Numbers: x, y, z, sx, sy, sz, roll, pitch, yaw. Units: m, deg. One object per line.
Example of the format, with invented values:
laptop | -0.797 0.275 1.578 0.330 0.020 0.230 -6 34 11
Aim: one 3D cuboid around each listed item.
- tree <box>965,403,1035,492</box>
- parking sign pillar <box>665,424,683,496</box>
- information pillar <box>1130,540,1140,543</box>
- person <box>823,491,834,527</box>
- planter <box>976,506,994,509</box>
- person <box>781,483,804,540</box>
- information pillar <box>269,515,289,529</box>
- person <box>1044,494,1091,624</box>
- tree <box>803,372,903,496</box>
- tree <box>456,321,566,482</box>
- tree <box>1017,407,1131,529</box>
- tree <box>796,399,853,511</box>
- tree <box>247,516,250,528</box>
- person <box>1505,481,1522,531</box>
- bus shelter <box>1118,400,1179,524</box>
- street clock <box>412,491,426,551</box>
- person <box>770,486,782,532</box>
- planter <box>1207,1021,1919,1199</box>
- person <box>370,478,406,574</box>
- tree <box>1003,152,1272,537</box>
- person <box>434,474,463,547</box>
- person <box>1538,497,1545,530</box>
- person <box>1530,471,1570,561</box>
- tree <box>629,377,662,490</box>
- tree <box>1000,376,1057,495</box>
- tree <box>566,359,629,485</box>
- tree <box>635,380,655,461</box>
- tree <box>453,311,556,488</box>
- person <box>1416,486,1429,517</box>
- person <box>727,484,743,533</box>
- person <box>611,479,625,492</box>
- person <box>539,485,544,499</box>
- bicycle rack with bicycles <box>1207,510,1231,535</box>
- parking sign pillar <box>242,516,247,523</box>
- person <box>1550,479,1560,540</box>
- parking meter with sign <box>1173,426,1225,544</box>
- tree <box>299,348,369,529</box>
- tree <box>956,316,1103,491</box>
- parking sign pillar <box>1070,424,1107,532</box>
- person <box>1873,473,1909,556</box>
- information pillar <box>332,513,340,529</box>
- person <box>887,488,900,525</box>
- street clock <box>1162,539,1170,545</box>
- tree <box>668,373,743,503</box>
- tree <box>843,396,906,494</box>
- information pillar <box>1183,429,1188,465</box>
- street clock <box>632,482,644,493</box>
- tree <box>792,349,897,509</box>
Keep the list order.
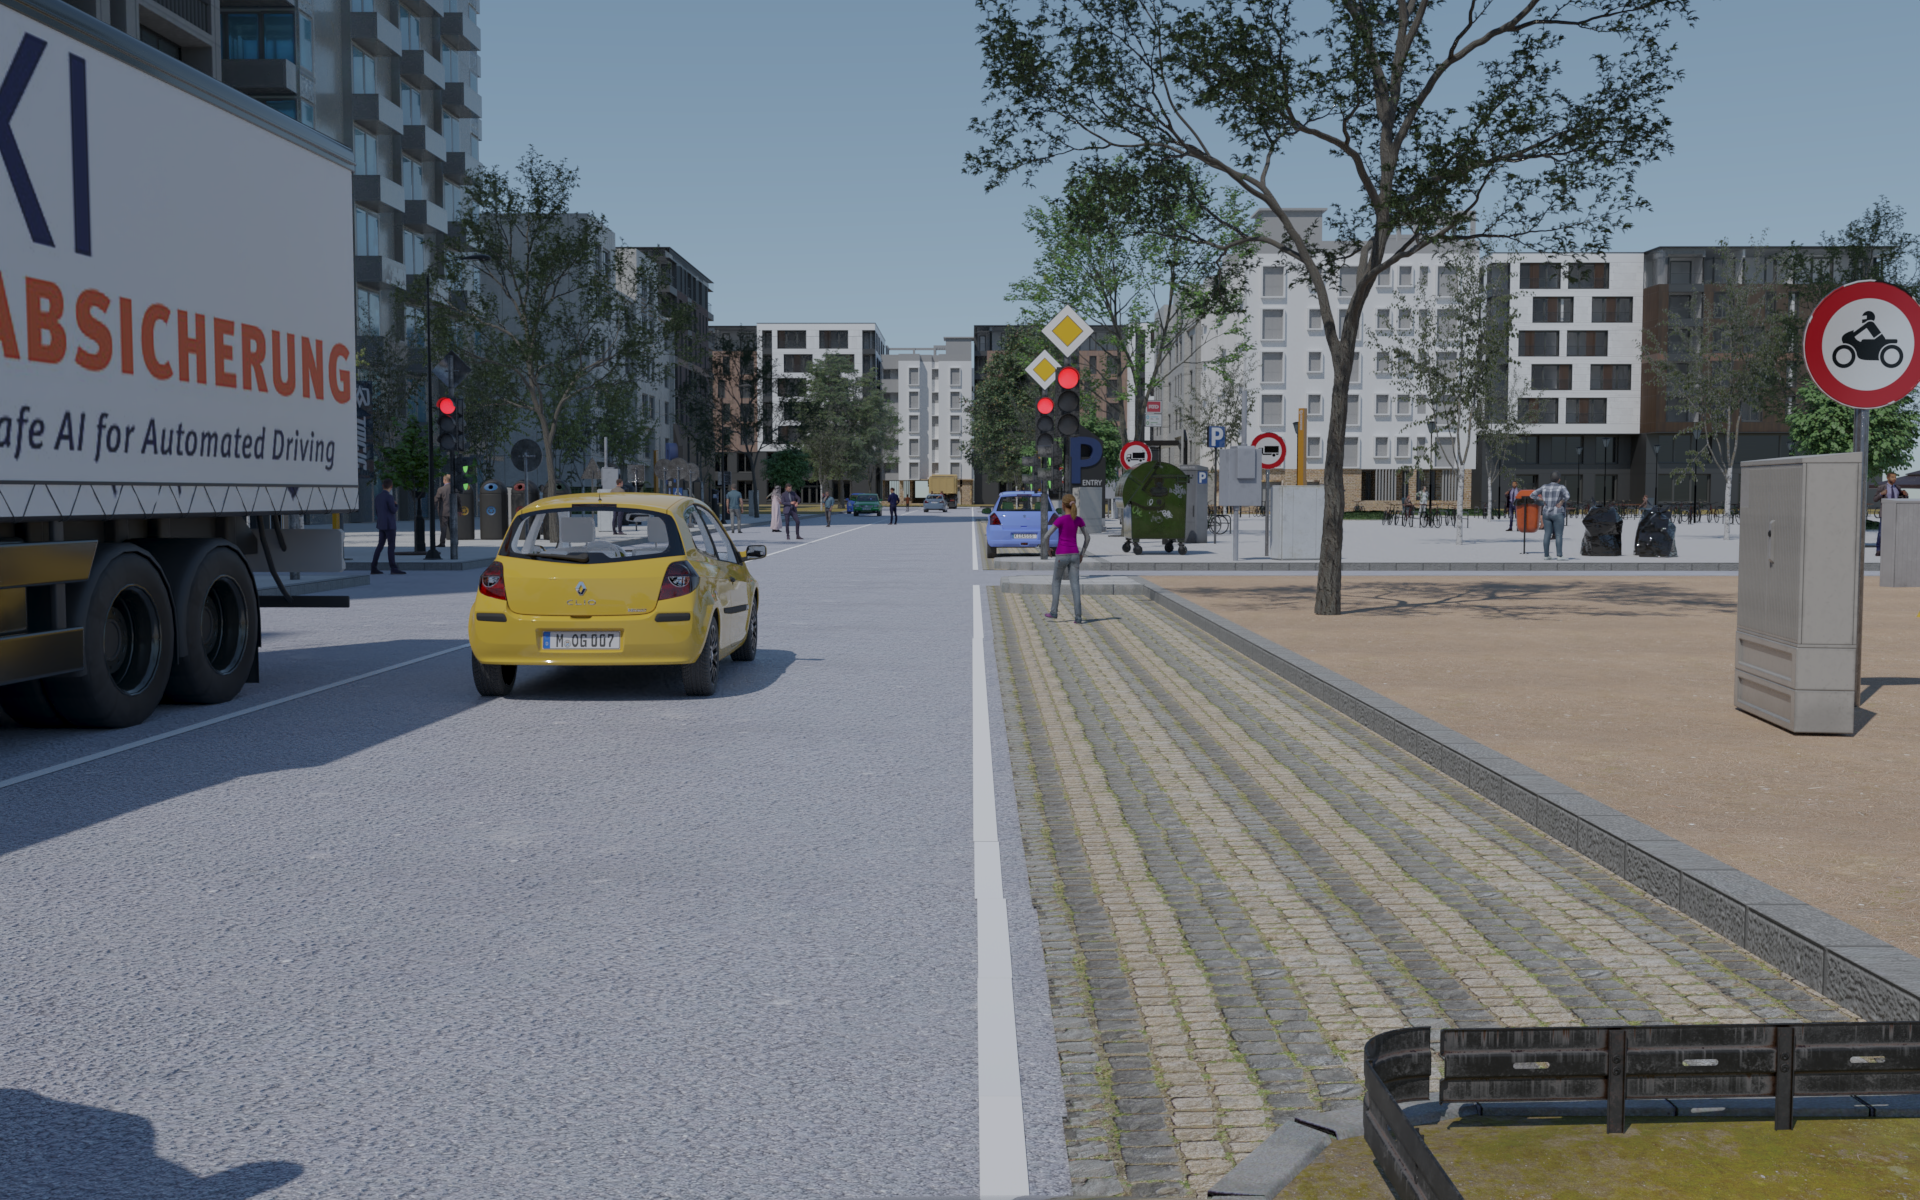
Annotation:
tree | 4.949 -16.389 174.613 9.857 13.997 8.962 0 3 0
parking sign pillar | -10.804 -4.717 65.602 1.447 3.967 1.447 -1 4 -19
information pillar | 4.526 -2.489 45.191 0.304 2.012 0.304 1 4 15
person | -5.704 -3.941 75.142 0.429 1.552 0.499 -3 5 -42
planter | 2.540 -8.695 163.305 1.991 0.319 1.994 0 4 0
person | -5.256 -2.783 54.454 0.683 1.767 0.568 -2 4 -30
information pillar | -13.087 -1.766 33.368 0.304 2.012 0.304 1 4 16
person | 1.118 -0.452 19.120 0.726 1.435 0.776 -1 4 -23
tree | -10.572 -15.835 169.267 12.009 13.543 11.850 0 3 0
tree | -20.357 -7.603 74.669 4.737 8.622 4.395 0 3 0
tree | 4.895 -4.856 63.105 4.285 4.588 4.351 0 3 0
tree | -10.558 -11.282 134.816 4.360 8.622 3.978 0 3 0
tree | -20.739 -6.065 49.521 4.360 8.622 3.978 0 3 0
person | 19.006 -3.216 59.438 0.655 1.722 0.431 3 5 42
bus shelter | 7.522 -5.743 71.523 2.179 5.291 8.768 0 4 1
street clock | -12.082 -2.087 38.698 0.471 2.002 0.358 -3 5 -43
person | -6.877 -3.425 65.164 0.621 1.740 0.551 -3 5 -40
planter | 1.454 1.114 2.924 1.991 0.319 1.994 0 4 0
person | -10.213 -1.313 30.879 0.530 1.710 0.541 -3 5 -41
tree | 5.148 -7.704 51.714 9.928 11.665 9.643 0 3 0
person | -12.457 -2.162 41.942 0.434 1.755 0.990 3 4 36
person | 20.721 -3.226 62.019 0.697 1.427 0.421 0 4 4
person | 11.470 -1.635 33.493 0.376 1.734 0.841 -2 4 -35
tree | -19.111 -9.026 97.930 4.737 8.622 4.395 0 3 0
tree | 4.899 -9.226 101.212 4.360 8.622 3.978 0 3 0
tree | -19.852 -8.313 86.275 4.737 8.622 4.395 0 3 0
tree | -20.592 -9.408 104.181 4.360 8.622 3.978 0 3 0
tree | -18.867 -7.216 68.342 4.360 8.622 3.978 0 3 0
person | 25.875 -5.505 96.767 0.841 1.734 0.376 -1 4 -11
person | -8.224 -3.350 63.393 0.598 1.807 0.434 0 4 7
person | -10.630 -2.940 54.641 0.750 1.759 0.617 -3 5 -45
person | -20.002 -4.654 82.858 0.841 1.734 0.376 0 4 -4
bicycle rack with bicycles | 7.500 -2.586 55.670 2.852 0.926 2.925 -3 5 -44
parking sign pillar | -15.657 -2.931 36.386 1.447 3.967 1.447 2 4 23
person | 16.783 -2.611 48.594 0.599 1.838 0.709 3 4 38
parking meter with sign | 6.122 -2.996 45.246 0.543 3.016 1.738 -2 4 -33
tree | -21.437 -6.482 56.337 4.737 8.622 4.395 0 3 0
tree | 4.341 -11.897 111.522 9.611 12.733 9.660 0 3 0
parking sign pillar | 4.269 -4.303 58.830 1.447 3.967 1.447 -1 4 -15
person | 19.163 -1.760 35.648 0.655 1.722 0.431 0 4 4
information pillar | -13.177 -2.764 36.553 0.183 3.616 0.504 0 4 -7
person | -3.165 -4.394 81.052 0.504 1.737 0.576 3 5 40
street clock | 5.233 -2.398 43.785 0.358 2.002 0.471 -1 4 -17
tree | -15.181 -9.364 103.470 4.360 8.622 3.978 0 3 0
tree | -9.580 -15.838 184.700 9.928 11.665 9.643 0 3 0
information pillar | 8.126 -4.351 62.490 0.183 3.616 0.504 0 4 -2
street clock | -13.365 -4.122 71.959 0.471 2.002 0.358 -2 4 -34
tree | -10.353 -14.903 150.314 9.857 13.997 8.962 0 3 0
